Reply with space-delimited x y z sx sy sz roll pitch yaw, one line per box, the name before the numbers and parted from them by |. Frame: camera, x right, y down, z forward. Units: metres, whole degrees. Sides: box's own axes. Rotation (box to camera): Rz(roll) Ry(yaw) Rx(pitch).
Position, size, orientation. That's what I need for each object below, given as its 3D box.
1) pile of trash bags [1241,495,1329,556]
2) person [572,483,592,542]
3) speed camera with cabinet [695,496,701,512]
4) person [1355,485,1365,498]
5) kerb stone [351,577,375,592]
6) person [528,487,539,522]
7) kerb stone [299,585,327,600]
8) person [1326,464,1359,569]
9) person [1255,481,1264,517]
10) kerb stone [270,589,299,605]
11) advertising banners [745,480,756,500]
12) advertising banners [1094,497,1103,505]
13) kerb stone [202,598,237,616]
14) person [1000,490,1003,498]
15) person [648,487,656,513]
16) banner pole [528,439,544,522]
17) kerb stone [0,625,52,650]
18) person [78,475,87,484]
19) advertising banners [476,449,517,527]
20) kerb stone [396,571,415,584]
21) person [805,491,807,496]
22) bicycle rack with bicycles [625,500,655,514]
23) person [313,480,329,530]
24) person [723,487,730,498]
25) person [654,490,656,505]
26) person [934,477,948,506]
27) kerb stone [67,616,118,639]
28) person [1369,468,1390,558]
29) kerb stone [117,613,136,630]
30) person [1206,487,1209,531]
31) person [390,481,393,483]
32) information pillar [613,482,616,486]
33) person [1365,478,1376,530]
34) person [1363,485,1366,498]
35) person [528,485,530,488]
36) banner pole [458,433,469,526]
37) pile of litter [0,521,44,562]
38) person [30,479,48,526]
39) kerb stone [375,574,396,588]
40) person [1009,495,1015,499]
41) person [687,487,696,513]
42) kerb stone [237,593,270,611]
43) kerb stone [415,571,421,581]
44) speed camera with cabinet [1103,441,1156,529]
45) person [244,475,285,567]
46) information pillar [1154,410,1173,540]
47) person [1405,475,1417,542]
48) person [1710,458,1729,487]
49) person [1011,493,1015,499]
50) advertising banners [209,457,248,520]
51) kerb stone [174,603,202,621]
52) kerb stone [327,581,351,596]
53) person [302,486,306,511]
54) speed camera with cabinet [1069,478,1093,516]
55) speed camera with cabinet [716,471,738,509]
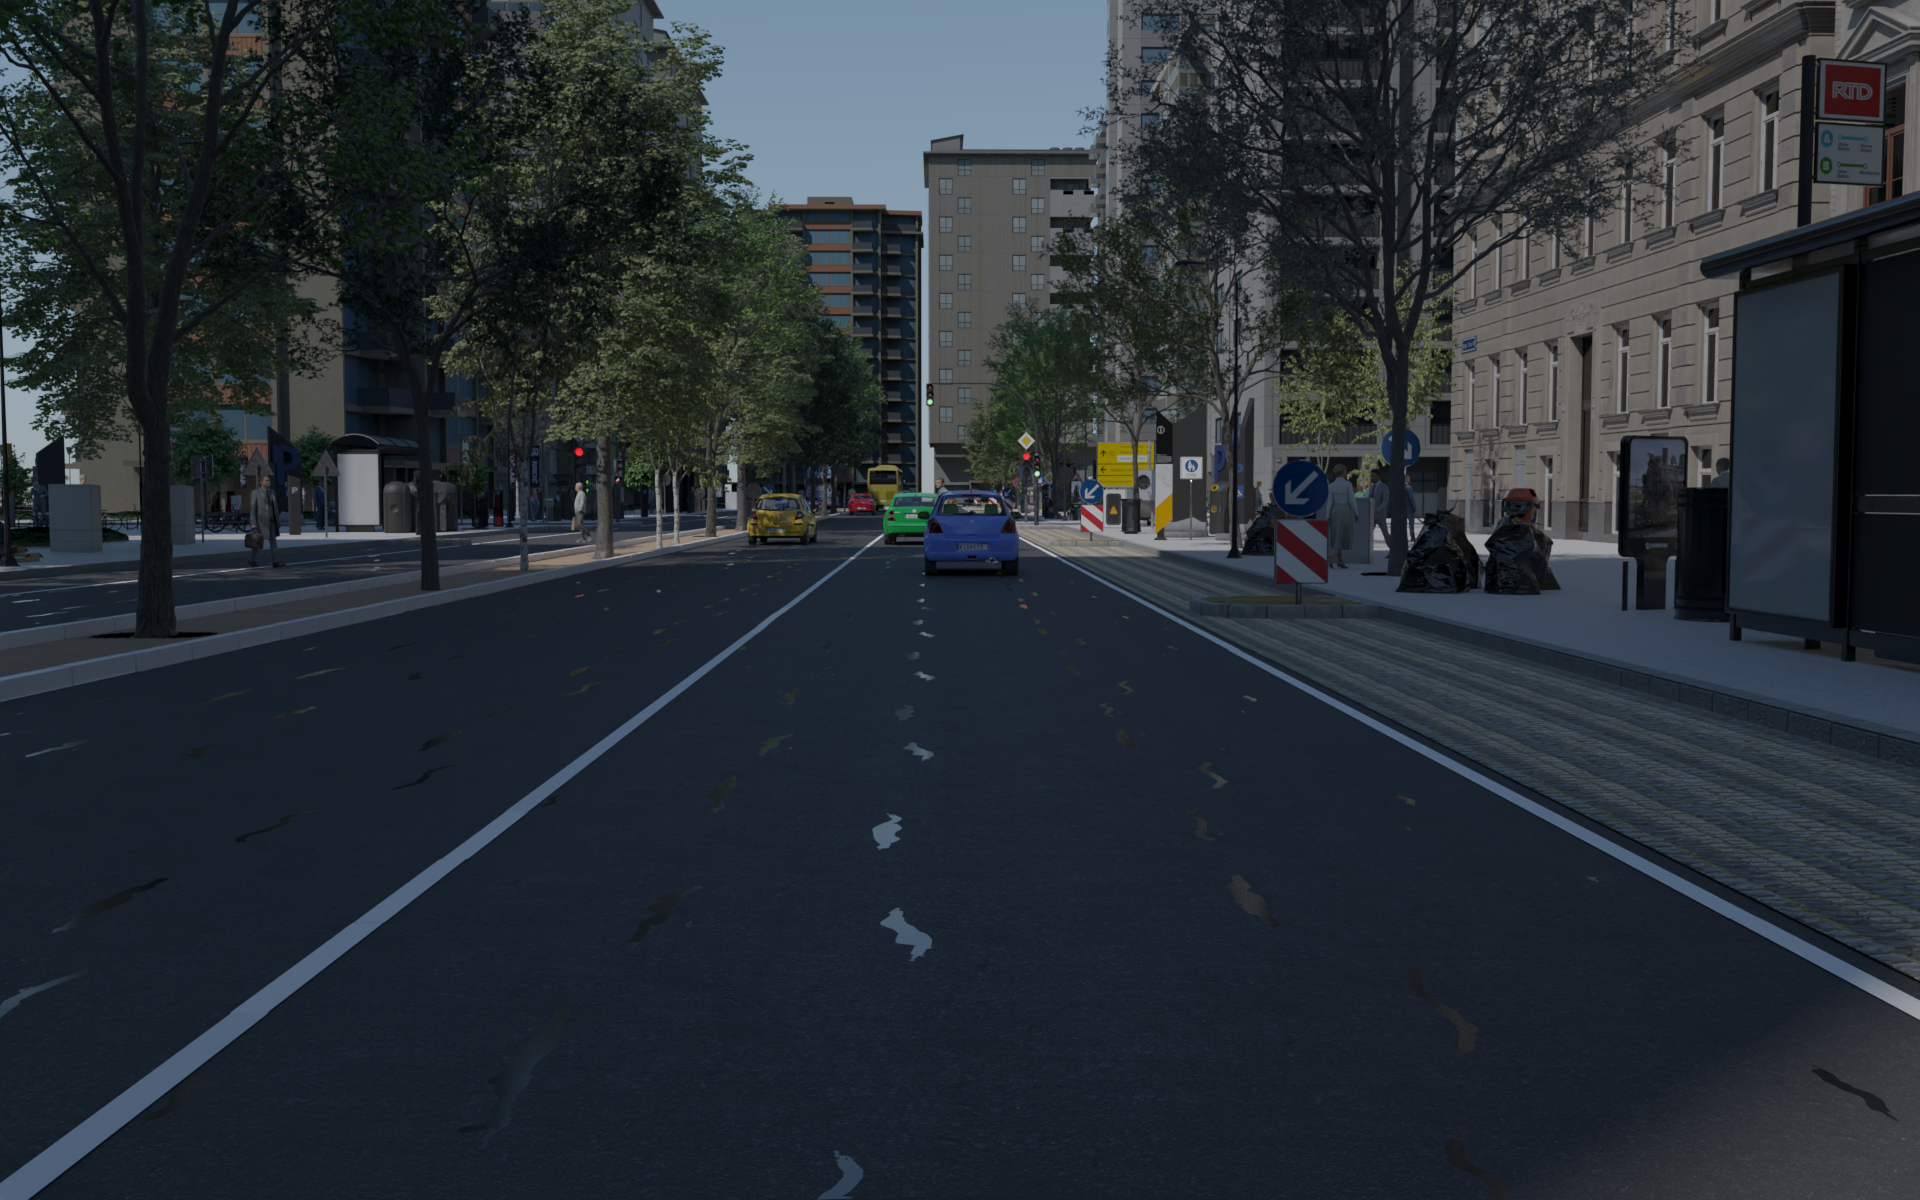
pile of trash bags | 7.402 -1.681 37.239 1.912 1.369 3.447 2 4 30
person | -11.284 -2.609 51.635 0.515 1.767 0.782 -1 4 -22
speed camera with cabinet | -19.671 -7.979 124.786 2.038 3.252 0.660 1 4 16
person | 16.848 -3.928 72.971 0.600 1.795 0.529 0 4 -1
kerb stone | -8.940 -0.212 25.686 0.120 0.150 1.000 0 4 -1
person | -19.698 -4.529 80.098 0.555 1.821 0.388 1 4 20
kerb stone | -8.918 -0.087 23.637 0.120 0.150 1.000 0 4 -1
person | 6.478 -1.426 29.589 0.641 1.798 0.478 -3 4 -36
person | 11.913 -3.868 69.380 0.778 1.811 0.616 2 4 24
kerb stone | -8.904 -0.022 22.614 0.120 0.150 1.000 0 4 -1
advertising banners | -18.567 -9.586 152.911 0.090 3.025 2.074 2 4 30
advertising banners | 6.201 -4.375 67.724 2.074 3.025 0.090 1 4 15
kerb stone | -8.876 0.100 20.566 0.120 0.150 1.000 0 4 -1
person | 4.902 -12.257 207.116 0.551 1.740 0.621 1 4 17
person | -20.495 -6.639 114.858 0.678 1.792 0.850 -1 4 -22
banner pole | -19.087 -5.403 78.355 0.863 3.779 0.401 0 4 7
kerb stone | -8.823 0.351 16.457 0.120 0.150 1.000 0 4 -1
person | -25.345 -2.696 50.006 0.514 1.842 0.818 3 5 40
advertising banners | -18.117 -4.381 67.824 2.074 3.025 0.090 2 4 25
kerb stone | -8.977 -0.339 27.735 0.120 0.150 1.000 0 4 -1
person | -17.567 -11.573 198.274 0.434 1.755 0.990 0 4 3
bicycle rack with bicycles | -20.658 -6.070 112.621 2.852 0.926 2.925 0 4 -6
person | -22.844 -3.406 61.912 0.419 1.800 0.721 1 4 19
person | -19.851 -8.685 147.397 0.474 1.900 0.648 2 4 29
person | -32.556 -10.883 184.494 1.217 1.766 0.721 -1 4 -14
person | -0.417 -1.899 39.645 0.391 1.810 0.635 -2 4 -25
kerb stone | -8.829 0.288 17.483 0.120 0.150 1.000 0 4 -1
person | 8.343 -1.726 34.540 0.850 1.792 0.678 -1 4 -23
kerb stone | -8.847 0.225 18.510 0.120 0.150 1.000 0 4 -1
person | 8.060 -3.155 57.813 0.526 1.800 0.537 -2 4 -25
person | -22.688 -3.840 69.046 0.478 1.798 0.641 -2 4 -26
information pillar | -20.619 -6.080 103.898 0.304 2.012 0.304 0 4 4
person | 13.941 -3.247 59.112 0.794 1.824 0.713 -2 4 -30
person | 19.298 -4.648 82.633 0.643 1.750 0.593 1 4 12
person | -22.801 -5.215 91.899 0.593 1.750 0.643 -1 4 -9
banner pole | -20.144 -4.913 70.350 0.863 3.779 0.401 3 5 42
pile of litter | -18.063 -1.160 32.925 1.176 0.858 1.719 -1 4 -11
person | -34.483 -3.612 64.909 0.655 1.846 0.447 -2 4 -25
kerb stone | -8.955 -0.276 26.713 0.120 0.150 1.000 0 4 -1
person | 5.193 -10.800 182.633 1.348 1.823 0.705 3 5 41
person | -18.007 -6.715 116.250 0.534 1.772 0.576 2 4 24
kerb stone | -8.888 0.038 21.588 0.120 0.150 1.000 0 4 -1
kerb stone | -8.987 -0.400 28.761 0.120 0.150 1.000 0 4 -1
speed camera with cabinet | 6.357 -4.294 64.536 2.038 3.252 0.660 2 4 34
person | -13.580 -1.545 33.864 0.767 1.812 0.694 2 4 27
information pillar | 5.653 -3.466 48.022 0.504 3.616 0.183 1 4 21
person | 12.033 -2.470 46.603 0.419 1.800 0.721 -3 4 -36
person | 11.084 -1.167 25.238 0.709 1.813 0.853 -2 4 -24
person | 6.351 -12.630 212.684 0.705 1.807 1.348 3 5 41
advertising banners | -34.330 -5.208 81.342 2.074 3.025 0.090 1 4 10
kerb stone | -8.862 0.162 19.544 0.120 0.150 1.000 0 4 -1
kerb stone | -8.932 -0.149 24.659 0.120 0.150 1.000 0 4 -1
person | -33.447 -4.970 87.897 0.593 1.750 0.643 0 4 2
speed camera with cabinet | 7.250 -6.481 100.305 0.660 3.252 2.038 -3 5 -43
speed camera with cabinet | -19.807 -9.306 146.488 2.038 3.252 0.660 0 4 6
